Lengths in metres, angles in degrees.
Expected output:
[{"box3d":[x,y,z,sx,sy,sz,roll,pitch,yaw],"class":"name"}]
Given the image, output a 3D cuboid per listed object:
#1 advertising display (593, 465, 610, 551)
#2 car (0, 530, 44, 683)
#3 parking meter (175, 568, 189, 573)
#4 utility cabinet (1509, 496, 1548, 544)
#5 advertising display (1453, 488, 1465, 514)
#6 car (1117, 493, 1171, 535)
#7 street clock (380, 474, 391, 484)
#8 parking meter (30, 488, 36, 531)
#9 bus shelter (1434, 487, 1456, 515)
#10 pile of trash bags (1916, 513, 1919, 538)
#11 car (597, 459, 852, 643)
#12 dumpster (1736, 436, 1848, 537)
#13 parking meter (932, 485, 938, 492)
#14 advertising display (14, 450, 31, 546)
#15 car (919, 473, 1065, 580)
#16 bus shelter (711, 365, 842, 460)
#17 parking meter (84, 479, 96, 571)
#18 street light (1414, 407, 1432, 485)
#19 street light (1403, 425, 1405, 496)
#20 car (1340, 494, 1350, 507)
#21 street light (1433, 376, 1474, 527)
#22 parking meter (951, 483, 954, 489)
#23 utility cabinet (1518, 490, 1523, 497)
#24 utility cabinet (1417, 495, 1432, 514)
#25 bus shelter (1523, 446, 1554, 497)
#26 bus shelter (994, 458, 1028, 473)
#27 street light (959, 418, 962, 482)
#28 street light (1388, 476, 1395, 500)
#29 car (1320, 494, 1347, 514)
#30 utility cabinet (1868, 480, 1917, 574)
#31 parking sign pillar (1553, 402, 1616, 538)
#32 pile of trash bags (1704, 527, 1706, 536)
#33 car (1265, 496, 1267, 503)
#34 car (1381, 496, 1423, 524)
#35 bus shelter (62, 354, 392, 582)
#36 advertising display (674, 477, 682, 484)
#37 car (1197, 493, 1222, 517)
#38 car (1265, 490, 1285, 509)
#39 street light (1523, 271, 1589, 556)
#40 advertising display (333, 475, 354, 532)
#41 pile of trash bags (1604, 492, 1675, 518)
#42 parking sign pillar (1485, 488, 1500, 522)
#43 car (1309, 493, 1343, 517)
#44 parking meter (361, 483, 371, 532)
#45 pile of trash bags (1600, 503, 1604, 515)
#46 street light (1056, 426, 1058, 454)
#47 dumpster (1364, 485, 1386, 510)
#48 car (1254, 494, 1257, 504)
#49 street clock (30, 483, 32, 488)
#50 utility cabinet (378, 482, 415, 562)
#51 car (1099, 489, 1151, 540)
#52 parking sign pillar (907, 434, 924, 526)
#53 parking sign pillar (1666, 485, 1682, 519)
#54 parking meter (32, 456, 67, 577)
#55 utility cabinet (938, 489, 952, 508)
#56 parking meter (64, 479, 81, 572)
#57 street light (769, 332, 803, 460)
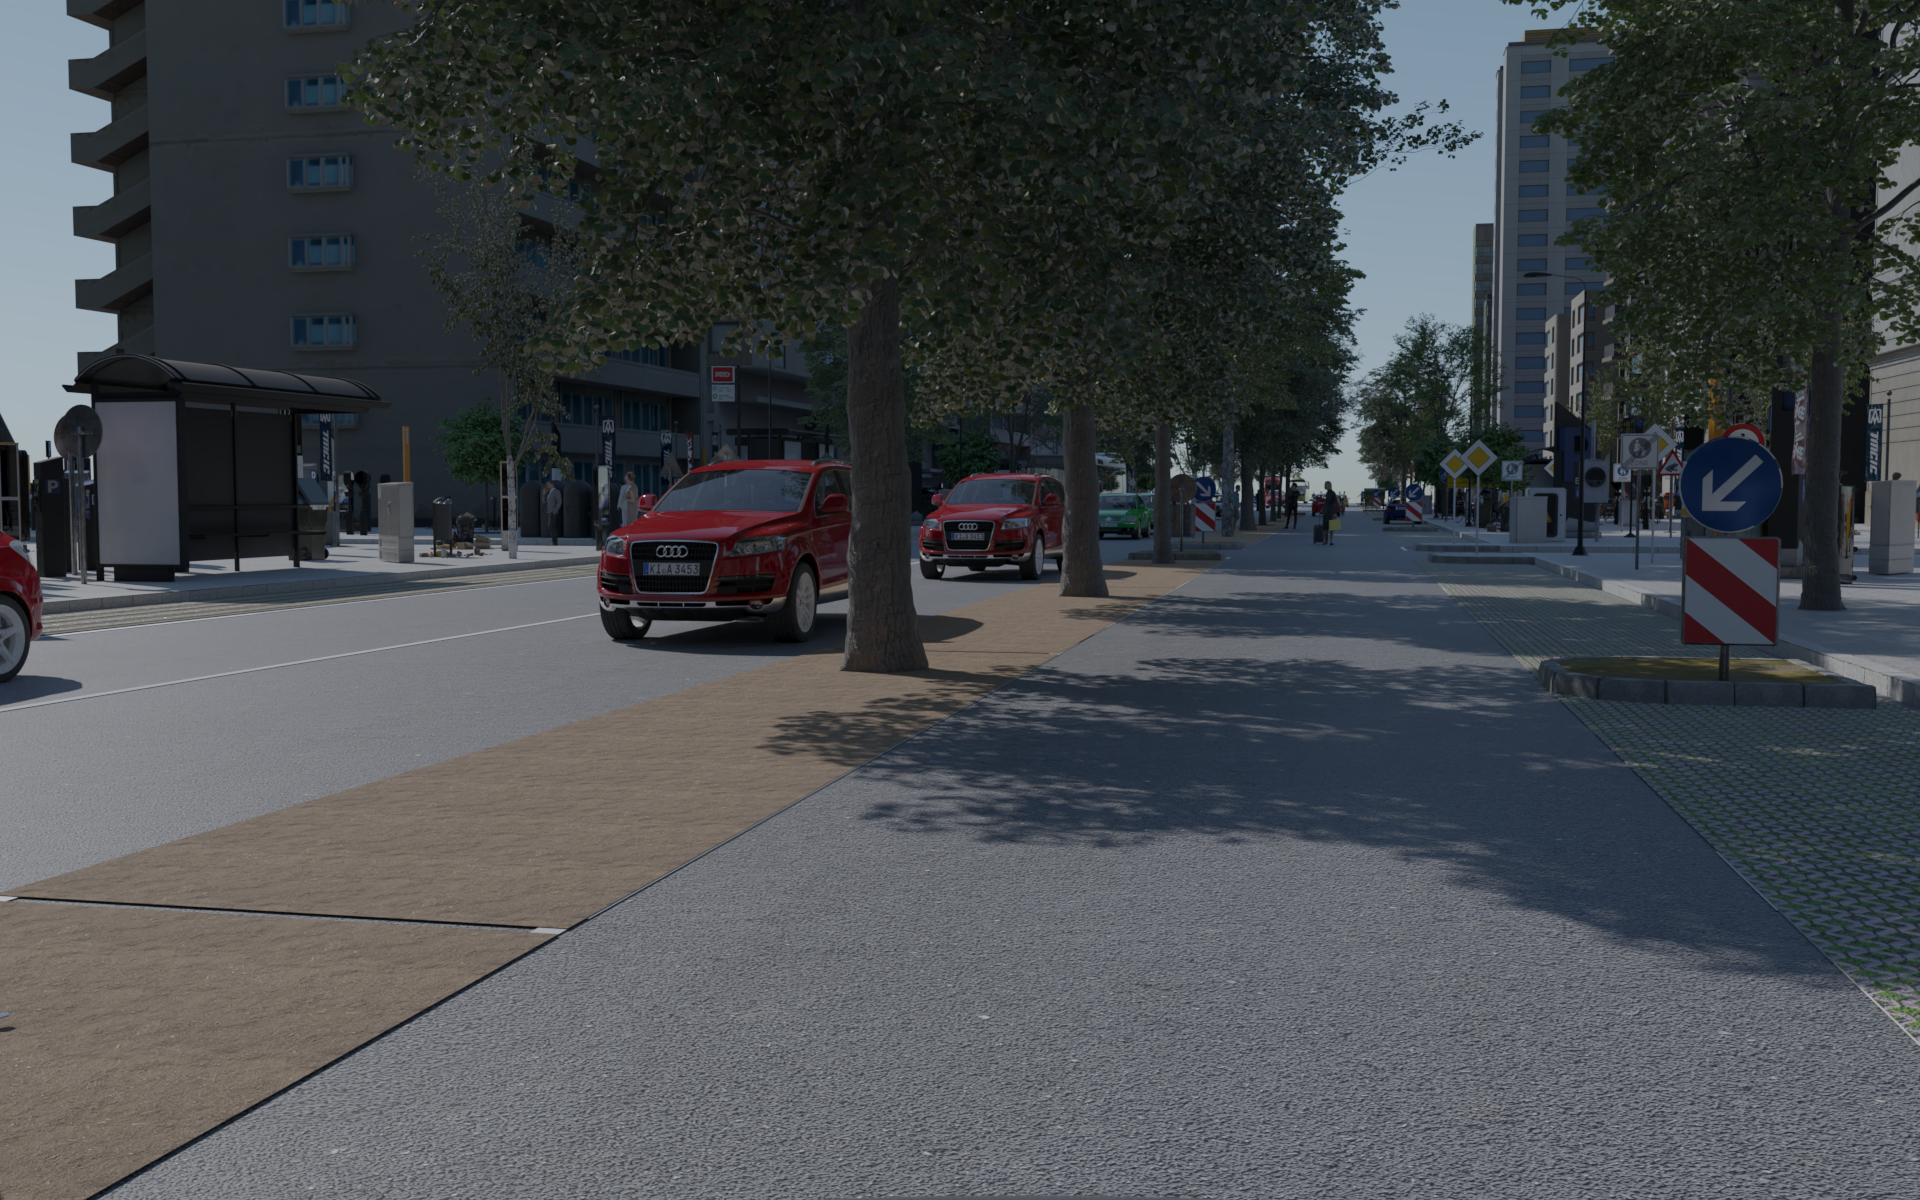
[{"box3d":[-8.157,-2.093,39.433,0.123,1.923,0.974,0,4,3],"class":"advertising display"},{"box3d":[-8.382,-0.169,11.798,2.155,1.783,4.494,1,4,11],"class":"car"},{"box3d":[-12.882,-1.225,28.445,0.372,1.533,0.369,0,3,0],"class":"parking meter"},{"box3d":[14.829,-2.083,45.213,1.020,1.237,0.306,-2,4,-24],"class":"utility cabinet"},{"box3d":[30.076,-6.067,104.410,0.974,1.923,0.123,-3,4,-37],"class":"advertising display"},{"box3d":[6.704,-3.270,62.254,1.959,1.807,4.718,1,4,14],"class":"car"},{"box3d":[-21.115,-3.615,63.676,0.358,2.002,0.471,0,4,1],"class":"street clock"},{"box3d":[-32.548,-3.218,61.024,0.372,1.533,0.369,0,3,0],"class":"parking meter"},{"box3d":[31.133,-7.336,111.231,1.731,3.624,6.357,1,4,12],"class":"bus shelter"},{"box3d":[28.716,-2.408,49.122,1.912,1.369,3.447,-2,4,-30],"class":"pile of trash bags"},{"box3d":[-2.099,-0.603,18.539,2.281,1.827,5.304,1,4,13],"class":"car"},{"box3d":[13.651,-1.601,28.678,1.502,2.255,1.985,1,4,12],"class":"dumpster"},{"box3d":[-1.665,-6.740,115.912,0.399,1.863,0.255,-2,4,-26],"class":"parking meter"},{"box3d":[-13.971,-1.240,25.482,0.974,1.923,0.123,3,4,38],"class":"advertising display"},{"box3d":[0.778,-1.352,30.772,2.281,1.827,5.304,1,4,14],"class":"car"},{"box3d":[-6.132,-4.823,56.489,2.179,5.291,8.768,1,4,12],"class":"bus shelter"},{"box3d":[-14.631,-1.266,29.109,0.372,1.533,0.369,0,3,0],"class":"parking meter"},{"box3d":[24.958,-7.343,92.606,1.470,5.913,1.316,1,4,12],"class":"street light"},{"box3d":[30.322,-8.821,116.763,1.470,5.913,1.316,1,4,12],"class":"street light"},{"box3d":[41.379,-10.892,188.308,2.015,1.641,3.980,1,4,13],"class":"car"},{"box3d":[19.453,-5.833,67.917,1.470,5.913,1.316,1,4,12],"class":"street light"},{"box3d":[-0.233,-4.838,84.813,0.255,1.863,0.399,-2,4,-26],"class":"parking meter"},{"box3d":[28.673,-4.861,88.154,0.318,1.500,1.173,2,4,31],"class":"utility cabinet"},{"box3d":[29.246,-5.997,109.214,0.306,1.237,1.020,-3,5,-44],"class":"utility cabinet"},{"box3d":[25.607,-4.989,75.489,2.014,3.302,5.546,1,4,12],"class":"bus shelter"},{"box3d":[3.060,-6.448,99.354,2.014,3.302,5.546,1,4,12],"class":"bus shelter"},{"box3d":[0.547,-6.178,73.555,1.470,5.913,1.316,1,4,12],"class":"street light"},{"box3d":[35.831,-10.361,141.945,1.470,5.913,1.316,1,4,12],"class":"street light"},{"box3d":[26.617,-6.951,123.874,2.015,1.641,3.980,1,4,13],"class":"car"},{"box3d":[14.915,-1.164,27.714,1.173,1.500,0.318,-3,5,-44],"class":"utility cabinet"},{"box3d":[18.061,-3.805,50.686,1.447,3.967,1.447,-1,4,-12],"class":"parking sign pillar"},{"box3d":[20.820,-2.221,46.059,1.912,1.369,3.447,1,4,14],"class":"pile of trash bags"},{"box3d":[42.264,-14.268,242.321,2.155,1.783,4.494,1,4,14],"class":"car"},{"box3d":[21.114,-4.286,82.664,1.945,1.354,3.894,1,4,12],"class":"car"},{"box3d":[-11.462,-2.066,27.711,2.014,3.302,5.546,1,4,13],"class":"bus shelter"},{"box3d":[-10.670,-3.770,66.853,0.974,1.923,0.123,3,4,38],"class":"advertising display"},{"box3d":[14.377,-5.357,97.374,2.009,1.686,4.222,1,4,14],"class":"car"},{"box3d":[31.545,-10.031,172.684,2.281,1.827,5.304,1,4,12],"class":"car"},{"box3d":[12.448,-3.893,36.192,1.470,5.913,1.316,1,4,12],"class":"street light"},{"box3d":[-20.800,-3.256,58.453,0.974,1.923,0.123,3,4,37],"class":"advertising display"},{"box3d":[37.126,-5.138,93.758,1.912,1.369,3.447,-2,4,-35],"class":"pile of trash bags"},{"box3d":[24.488,-5.593,79.916,1.447,3.967,1.447,2,4,24],"class":"parking sign pillar"},{"box3d":[23.701,-6.309,112.185,2.155,1.783,4.494,1,4,11],"class":"car"},{"box3d":[-20.275,-3.268,59.146,0.255,1.863,0.399,-1,4,-11],"class":"parking meter"},{"box3d":[39.183,-5.827,105.019,1.912,1.369,3.447,-1,4,-22],"class":"pile of trash bags"},{"box3d":[6.050,-7.702,98.474,1.470,5.913,1.316,1,4,12],"class":"street light"},{"box3d":[38.174,-9.450,159.460,1.985,2.255,1.502,1,4,14],"class":"dumpster"},{"box3d":[38.436,-13.161,224.775,1.945,1.707,3.694,1,4,14],"class":"car"},{"box3d":[-58.661,-6.407,109.321,0.471,2.002,0.358,-3,4,-37],"class":"street clock"},{"box3d":[-10.611,-1.459,32.541,0.318,1.500,1.173,-3,4,-36],"class":"utility cabinet"},{"box3d":[5.090,-2.879,55.862,1.959,1.807,4.718,1,4,12],"class":"car"},{"box3d":[-2.064,-4.994,70.119,1.447,3.967,1.447,2,4,33],"class":"parking sign pillar"},{"box3d":[37.900,-6.264,90.896,1.447,3.967,1.447,2,4,33],"class":"parking sign pillar"},{"box3d":[-14.069,-1.287,26.751,0.255,1.863,0.399,3,5,39],"class":"parking meter"},{"box3d":[-0.686,-4.562,83.273,0.318,1.500,1.173,-2,4,-23],"class":"utility cabinet"},{"box3d":[-14.754,-1.224,28.424,0.372,1.533,0.369,0,3,0],"class":"parking meter"},{"box3d":[-4.873,-4.691,49.236,1.470,5.913,1.316,1,4,12],"class":"street light"}]
